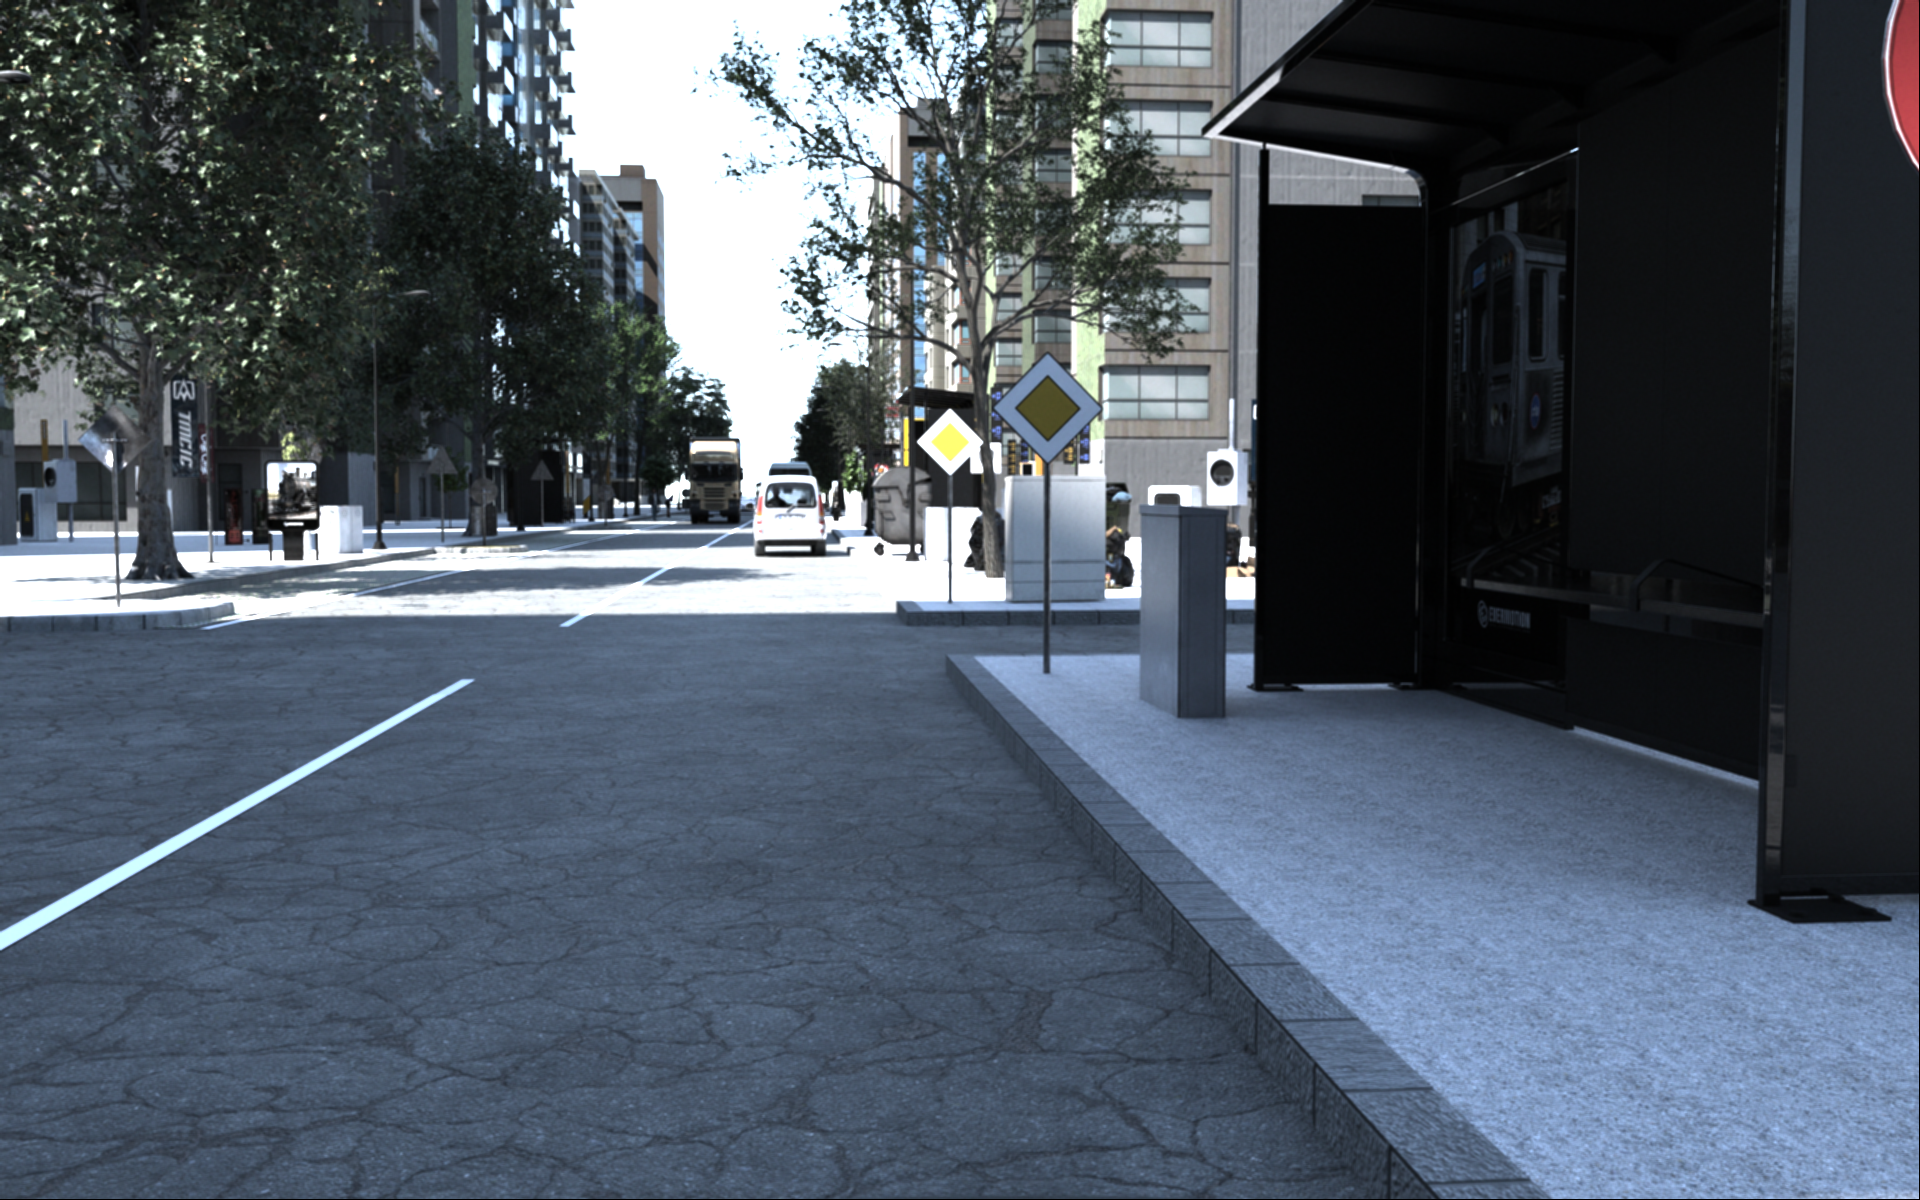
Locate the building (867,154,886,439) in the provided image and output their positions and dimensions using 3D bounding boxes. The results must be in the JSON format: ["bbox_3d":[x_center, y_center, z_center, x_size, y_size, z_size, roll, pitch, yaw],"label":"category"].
[{"bbox_3d":[-1.960,-37.922,243.721,21.300,48.544,21.600,0,4,-5],"label":"building"}]

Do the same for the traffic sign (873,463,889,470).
[{"bbox_3d":[-3.243,-4.352,71.264,0.768,2.556,0.104,0,4,4],"label":"traffic sign"}]

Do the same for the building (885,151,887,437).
[{"bbox_3d":[-1.849,-34.315,211.154,14.600,45.320,14.200,0,4,-5],"label":"building"}]

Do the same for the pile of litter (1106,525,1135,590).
[{"bbox_3d":[1.809,-0.595,23.690,1.176,0.858,1.719,2,4,33],"label":"pile of litter"}]

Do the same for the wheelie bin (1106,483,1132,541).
[{"bbox_3d":[4.265,-2.414,47.372,0.980,1.594,0.693,3,4,36],"label":"wheelie bin"}]

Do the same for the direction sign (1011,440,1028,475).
[{"bbox_3d":[2.422,-4.906,72.202,0.876,3.537,0.379,-1,4,-11],"label":"direction sign"}]

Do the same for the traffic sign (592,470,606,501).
[{"bbox_3d":[-19.404,-5.681,92.885,0.884,2.594,0.081,0,4,2],"label":"traffic sign"}]

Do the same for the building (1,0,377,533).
[{"bbox_3d":[-30.092,-17.781,62.413,14.160,30.474,14.107,0,4,-5],"label":"building"}]

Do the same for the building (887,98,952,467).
[{"bbox_3d":[-0.342,-33.453,197.059,14.600,45.320,14.200,0,4,-5],"label":"building"}]

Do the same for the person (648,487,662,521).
[{"bbox_3d":[-16.123,-5.045,91.335,0.721,1.781,0.623,3,4,36],"label":"person"}]

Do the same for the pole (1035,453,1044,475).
[{"bbox_3d":[1.550,-2.407,33.199,0.158,3.312,0.155,0,3,0],"label":"pole"}]

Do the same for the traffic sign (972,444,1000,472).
[{"bbox_3d":[0.526,-2.011,35.007,0.606,2.300,0.079,0,4,1],"label":"traffic sign"}]

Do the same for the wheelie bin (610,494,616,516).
[{"bbox_3d":[-19.072,-5.247,93.691,0.980,1.594,0.693,1,4,8],"label":"wheelie bin"}]

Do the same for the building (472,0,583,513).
[{"bbox_3d":[-42.495,-31.656,137.179,23.786,49.044,30.456,0,4,-5],"label":"building"}]

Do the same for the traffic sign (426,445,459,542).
[{"bbox_3d":[-13.733,-2.808,45.920,0.884,2.594,0.081,0,4,4],"label":"traffic sign"}]

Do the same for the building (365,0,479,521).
[{"bbox_3d":[-31.852,-24.494,84.072,14.154,41.232,14.086,0,4,-5],"label":"building"}]

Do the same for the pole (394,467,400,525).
[{"bbox_3d":[-23.337,-4.766,71.769,0.158,3.312,0.155,0,3,0],"label":"pole"}]

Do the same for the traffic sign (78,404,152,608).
[{"bbox_3d":[-9.474,-0.967,19.447,0.795,2.450,0.064,0,4,-5],"label":"traffic sign"}]

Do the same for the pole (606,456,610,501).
[{"bbox_3d":[-18.712,-6.007,92.060,0.158,3.312,0.155,0,3,0],"label":"pole"}]

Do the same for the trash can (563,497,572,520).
[{"bbox_3d":[-19.523,-4.527,85.663,0.748,1.137,0.748,0,3,0],"label":"trash can"}]

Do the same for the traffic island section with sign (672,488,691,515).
[{"bbox_3d":[-18.650,-6.707,118.288,1.989,1.847,2.006,0,4,-5],"label":"traffic island section with sign"}]

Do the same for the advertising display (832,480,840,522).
[{"bbox_3d":[-5.779,-4.620,80.744,0.123,1.923,0.974,-1,4,-20],"label":"advertising display"}]

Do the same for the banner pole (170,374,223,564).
[{"bbox_3d":[-14.095,-2.563,31.922,0.863,3.779,0.401,-2,4,-35],"label":"banner pole"}]

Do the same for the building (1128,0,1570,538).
[{"bbox_3d":[10.536,-22.808,56.501,14.154,41.232,14.086,0,4,-5],"label":"building"}]

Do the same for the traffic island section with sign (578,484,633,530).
[{"bbox_3d":[-14.081,-3.689,68.950,1.989,1.847,2.006,0,4,-5],"label":"traffic island section with sign"}]

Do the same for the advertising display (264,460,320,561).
[{"bbox_3d":[-12.733,-1.703,33.054,0.974,1.923,0.123,0,4,-8],"label":"advertising display"}]

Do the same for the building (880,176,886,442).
[{"bbox_3d":[-3.445,-33.159,225.748,14.154,41.232,14.086,0,4,-5],"label":"building"}]

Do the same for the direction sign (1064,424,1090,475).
[{"bbox_3d":[3.022,-3.234,44.872,0.379,3.537,0.876,-3,5,-45],"label":"direction sign"}]

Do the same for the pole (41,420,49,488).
[{"bbox_3d":[-25.101,-3.285,47.561,0.158,3.312,0.155,0,3,0],"label":"pole"}]

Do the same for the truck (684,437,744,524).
[{"bbox_3d":[-12.336,-6.043,87.710,2.839,4.237,11.283,0,4,-7],"label":"truck"}]

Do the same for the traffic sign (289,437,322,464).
[{"bbox_3d":[-14.662,-2.366,38.786,0.768,2.556,0.104,0,4,2],"label":"traffic sign"}]

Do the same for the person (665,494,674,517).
[{"bbox_3d":[-17.762,-5.767,106.021,0.421,1.427,0.697,2,4,34],"label":"person"}]

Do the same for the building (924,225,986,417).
[{"bbox_3d":[12.214,-17.232,126.780,27.650,21.520,28.899,0,4,-5],"label":"building"}]

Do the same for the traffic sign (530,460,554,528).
[{"bbox_3d":[-15.853,-4.018,65.694,0.884,2.594,0.081,0,4,1],"label":"traffic sign"}]

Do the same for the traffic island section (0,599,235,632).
[{"bbox_3d":[-9.497,0.170,19.506,2.009,0.180,2.903,0,4,-5],"label":"traffic island section"}]

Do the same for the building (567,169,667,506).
[{"bbox_3d":[-53.975,-32.233,218.885,32.217,40.220,23.993,0,4,-5],"label":"building"}]

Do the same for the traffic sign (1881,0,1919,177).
[{"bbox_3d":[2.269,-0.215,3.627,0.768,2.556,0.104,0,4,1],"label":"traffic sign"}]

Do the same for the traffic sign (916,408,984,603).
[{"bbox_3d":[-0.118,-1.018,20.289,0.795,2.450,0.064,0,4,-5],"label":"traffic sign"}]

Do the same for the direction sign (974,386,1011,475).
[{"bbox_3d":[0.595,-2.742,36.826,0.379,3.537,0.876,-3,5,-42],"label":"direction sign"}]

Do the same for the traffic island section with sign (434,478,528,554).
[{"bbox_3d":[-11.597,-2.048,42.109,1.989,1.847,2.006,0,4,-5],"label":"traffic island section with sign"}]

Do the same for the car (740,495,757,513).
[{"bbox_3d":[-15.115,-6.696,121.842,2.083,1.381,4.827,0,4,-6],"label":"car"}]

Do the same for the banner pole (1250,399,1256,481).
[{"bbox_3d":[7.133,-3.064,40.118,0.863,3.779,0.401,1,4,22],"label":"banner pole"}]

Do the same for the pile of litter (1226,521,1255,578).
[{"bbox_3d":[4.299,-0.790,26.890,1.719,0.858,1.176,0,4,1],"label":"pile of litter"}]

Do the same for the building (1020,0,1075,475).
[{"bbox_3d":[9.921,-19.435,89.471,14.160,30.474,14.107,0,4,-5],"label":"building"}]

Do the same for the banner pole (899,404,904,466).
[{"bbox_3d":[-1.614,-3.557,48.166,0.401,3.779,0.863,0,4,-6],"label":"banner pole"}]

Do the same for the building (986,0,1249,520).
[{"bbox_3d":[8.362,-25.715,104.038,14.154,41.232,14.086,0,4,-5],"label":"building"}]

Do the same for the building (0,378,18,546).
[{"bbox_3d":[-30.274,-21.508,35.245,14.154,41.232,14.086,0,4,-5],"label":"building"}]

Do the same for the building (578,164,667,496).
[{"bbox_3d":[-47.951,-35.983,238.427,14.600,45.320,14.200,0,4,-5],"label":"building"}]

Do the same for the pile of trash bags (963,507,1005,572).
[{"bbox_3d":[1.106,-1.176,28.978,1.912,1.369,3.447,0,4,-5],"label":"pile of trash bags"}]

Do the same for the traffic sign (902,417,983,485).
[{"bbox_3d":[-0.390,-3.170,45.696,2.265,3.308,0.079,0,4,3],"label":"traffic sign"}]

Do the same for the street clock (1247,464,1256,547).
[{"bbox_3d":[7.073,-2.277,41.797,0.358,2.002,0.471,0,4,5],"label":"street clock"}]

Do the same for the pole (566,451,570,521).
[{"bbox_3d":[-18.688,-5.423,82.509,0.158,3.312,0.155,0,3,0],"label":"pole"}]

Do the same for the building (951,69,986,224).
[{"bbox_3d":[11.984,-28.195,152.873,32.217,40.220,23.993,0,4,-5],"label":"building"}]
